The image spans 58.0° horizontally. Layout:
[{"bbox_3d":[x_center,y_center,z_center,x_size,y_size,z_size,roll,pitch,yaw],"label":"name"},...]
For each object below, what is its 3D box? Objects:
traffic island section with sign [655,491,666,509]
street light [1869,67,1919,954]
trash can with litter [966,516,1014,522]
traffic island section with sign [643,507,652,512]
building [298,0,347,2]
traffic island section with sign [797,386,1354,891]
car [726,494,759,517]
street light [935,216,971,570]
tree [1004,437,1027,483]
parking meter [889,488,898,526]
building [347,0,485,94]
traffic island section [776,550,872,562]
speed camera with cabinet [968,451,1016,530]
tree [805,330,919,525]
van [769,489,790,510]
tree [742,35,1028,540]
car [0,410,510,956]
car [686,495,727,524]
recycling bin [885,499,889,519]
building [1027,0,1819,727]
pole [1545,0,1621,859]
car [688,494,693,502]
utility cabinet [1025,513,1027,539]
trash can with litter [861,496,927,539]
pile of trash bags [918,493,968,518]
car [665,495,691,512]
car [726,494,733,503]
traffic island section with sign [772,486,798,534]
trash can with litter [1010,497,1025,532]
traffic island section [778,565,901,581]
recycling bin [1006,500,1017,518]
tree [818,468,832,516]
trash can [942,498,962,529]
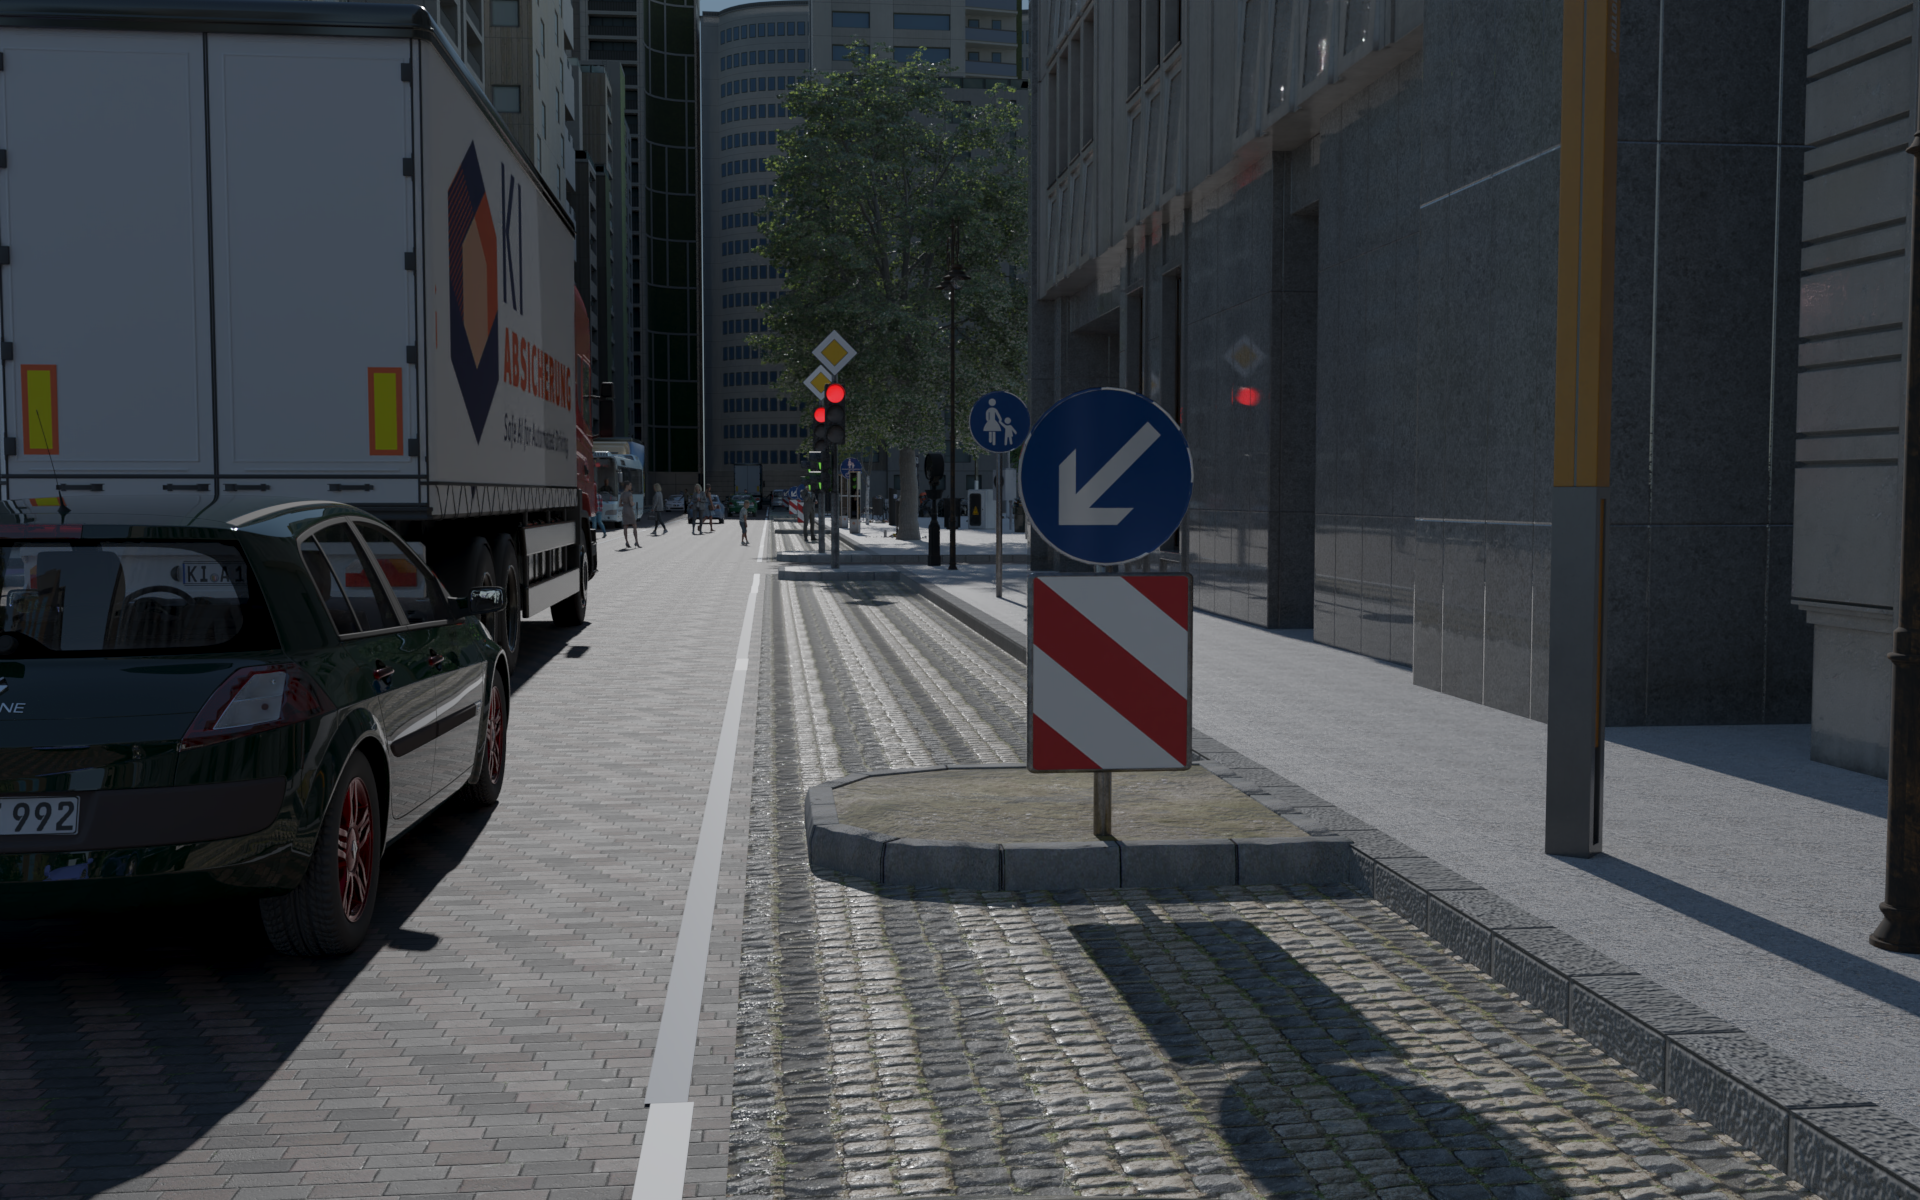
[{"bbox_3d":[-28.758,-9.597,165.534,1.989,1.847,2.006,0,4,-6],"label":"traffic island section with sign"},{"bbox_3d":[2.680,-1.954,4.734,0.468,5.910,1.993,0,4,-6],"label":"street light"},{"bbox_3d":[1.087,-4.218,80.017,1.678,1.210,2.233,3,5,41],"label":"trash can with litter"},{"bbox_3d":[-25.778,-7.928,138.251,1.989,1.847,2.006,0,4,-6],"label":"traffic island section with sign"},{"bbox_3d":[-37.951,-22.981,67.628,32.217,40.220,23.993,0,4,-6],"label":"building"},{"bbox_3d":[0.357,0.089,7.178,1.989,1.847,2.006,0,4,-6],"label":"traffic island section with sign"},{"bbox_3d":[-13.852,-6.023,110.269,2.131,1.459,4.920,0,4,-6],"label":"car"},{"bbox_3d":[-0.123,-3.448,29.166,0.468,5.910,1.993,0,4,-6],"label":"street light"},{"bbox_3d":[3.530,-5.366,71.443,4.285,4.588,4.351,0,3,0],"label":"tree"},{"bbox_3d":[-2.721,-3.797,70.487,0.372,1.533,0.369,0,3,0],"label":"parking meter"},{"bbox_3d":[-35.810,-40.311,97.341,20.563,71.187,20.611,0,4,-6],"label":"building"},{"bbox_3d":[-2.990,-0.946,37.743,2.009,0.180,2.903,0,4,-6],"label":"traffic island section"},{"bbox_3d":[1.139,-4.176,62.606,0.660,3.252,2.038,-3,5,-41],"label":"speed camera with cabinet"},{"bbox_3d":[-3.777,-7.429,71.829,4.737,8.622,4.395,0,3,0],"label":"tree"},{"bbox_3d":[-16.377,-9.228,157.886,2.013,2.044,4.112,0,4,-6],"label":"van"},{"bbox_3d":[-1.490,-8.646,48.020,9.857,13.997,8.962,0,3,0],"label":"tree"},{"bbox_3d":[-2.859,0.190,6.687,2.009,1.686,4.222,0,4,-6],"label":"car"},{"bbox_3d":[-12.535,-4.499,85.556,2.014,1.417,4.499,0,4,-7],"label":"car"},{"bbox_3d":[-3.416,-4.751,90.232,0.722,1.027,0.722,3,5,43],"label":"recycling bin"},{"bbox_3d":[8.180,-12.308,19.251,12.078,24.808,19.932,0,4,-6],"label":"building"},{"bbox_3d":[2.193,-0.749,6.089,0.158,3.312,0.155,0,3,0],"label":"pole"},{"bbox_3d":[-28.109,-10.500,181.901,2.015,1.641,3.980,0,4,-4],"label":"car"},{"bbox_3d":[2.368,-2.444,48.638,1.173,1.500,0.318,-3,4,-38],"label":"utility cabinet"},{"bbox_3d":[-1.690,-2.424,50.694,1.678,1.210,2.233,-2,4,-25],"label":"trash can with litter"},{"bbox_3d":[-0.726,-5.502,99.714,3.447,1.369,1.912,-1,4,-21],"label":"pile of trash bags"},{"bbox_3d":[-22.679,-7.772,139.440,2.083,1.381,4.827,0,4,-6],"label":"car"},{"bbox_3d":[-22.267,-9.918,172.388,2.015,1.641,3.980,0,4,-7],"label":"car"},{"bbox_3d":[-5.695,-3.296,62.514,1.989,1.847,2.006,0,4,-6],"label":"traffic island section with sign"},{"bbox_3d":[2.248,-2.834,57.730,1.055,1.170,0.624,-1,4,-18],"label":"trash can with litter"},{"bbox_3d":[-2.122,-0.460,29.805,2.009,0.180,2.903,0,4,-6],"label":"traffic island section"},{"bbox_3d":[2.868,-5.017,94.580,0.722,1.027,0.722,0,4,-2],"label":"recycling bin"},{"bbox_3d":[-7.837,-6.510,101.036,1.663,3.219,1.824,0,3,0],"label":"tree"},{"bbox_3d":[-0.280,-3.145,63.077,0.748,1.137,0.748,0,3,0],"label":"trash can"}]
